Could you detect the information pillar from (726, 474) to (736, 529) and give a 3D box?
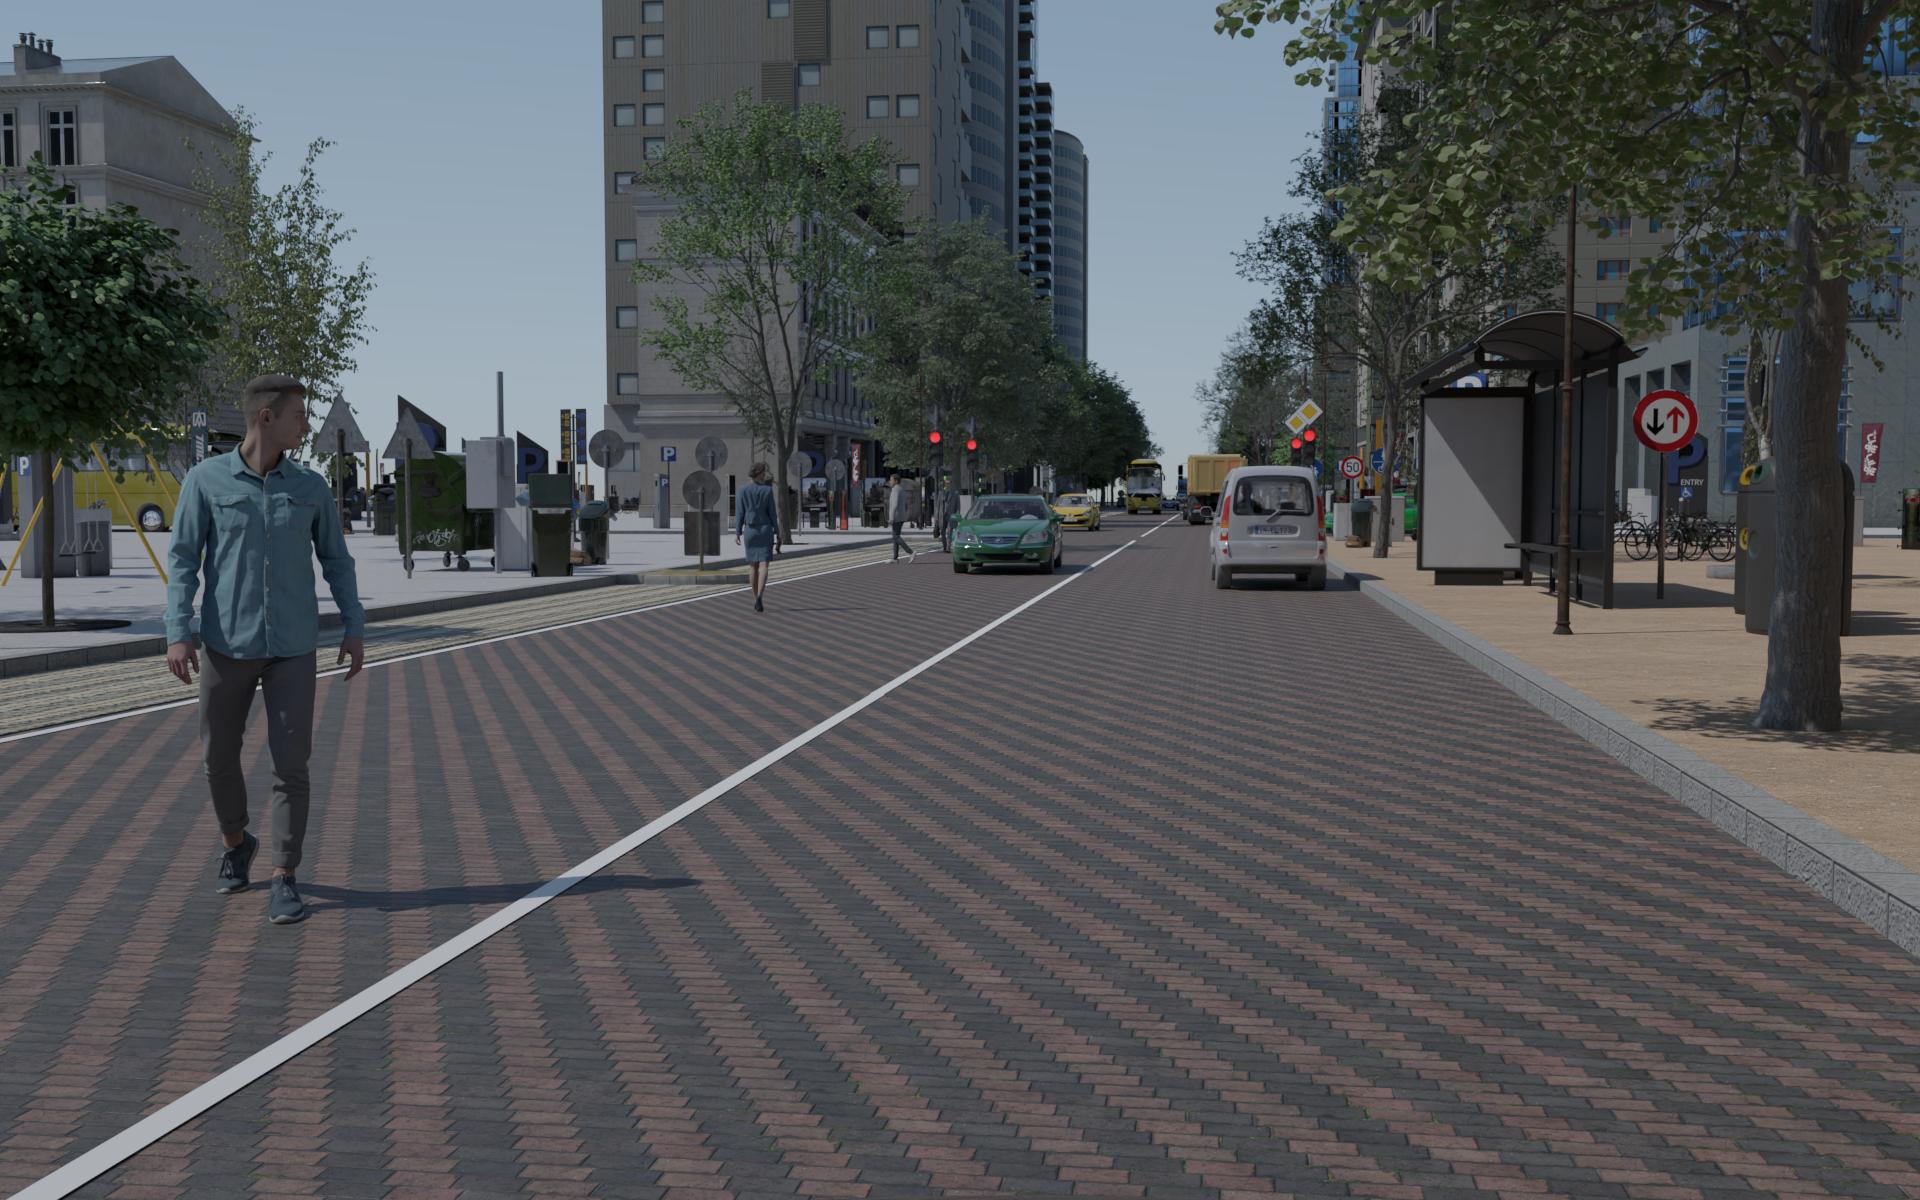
[{"bbox_3d":[-8.492,-3.658,64.306,0.304,2.012,0.304,-2,4,-25],"label":"information pillar"}]

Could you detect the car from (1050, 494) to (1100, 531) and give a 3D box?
[{"bbox_3d":[4.504,-3.513,67.661,2.015,1.641,3.980,1,4,10],"label":"car"}]

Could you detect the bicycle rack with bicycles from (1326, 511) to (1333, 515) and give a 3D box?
[{"bbox_3d":[15.498,-3.259,66.673,2.852,0.926,2.925,3,4,37],"label":"bicycle rack with bicycles"}]

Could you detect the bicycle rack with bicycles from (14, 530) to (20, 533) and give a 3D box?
[{"bbox_3d":[-29.518,-2.406,52.723,2.925,0.926,2.852,0,4,-4],"label":"bicycle rack with bicycles"}]

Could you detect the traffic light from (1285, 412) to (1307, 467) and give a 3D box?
[{"bbox_3d":[11.363,-4.269,58.713,0.839,4.253,0.868,1,4,8],"label":"traffic light"}]

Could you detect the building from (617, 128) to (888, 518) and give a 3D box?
[{"bbox_3d":[-12.675,-14.813,93.107,10.553,20.767,40.483,1,4,8],"label":"building"}]

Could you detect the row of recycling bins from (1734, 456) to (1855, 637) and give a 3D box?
[{"bbox_3d":[8.239,-0.610,17.094,1.069,1.692,3.534,1,4,22],"label":"row of recycling bins"}]

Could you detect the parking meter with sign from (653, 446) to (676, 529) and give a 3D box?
[{"bbox_3d":[-11.019,-4.156,64.211,0.543,3.016,1.738,-2,4,-25],"label":"parking meter with sign"}]

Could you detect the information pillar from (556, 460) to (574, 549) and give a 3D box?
[{"bbox_3d":[-8.516,-2.009,37.342,0.304,2.012,0.304,0,4,1],"label":"information pillar"}]

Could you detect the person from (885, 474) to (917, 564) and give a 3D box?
[{"bbox_3d":[-1.202,-1.669,35.634,0.795,1.843,0.661,1,4,21],"label":"person"}]

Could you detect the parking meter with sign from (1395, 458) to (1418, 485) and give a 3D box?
[{"bbox_3d":[21.726,-5.430,85.049,0.543,3.016,1.738,-3,5,-44],"label":"parking meter with sign"}]

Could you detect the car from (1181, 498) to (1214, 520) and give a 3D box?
[{"bbox_3d":[13.282,-5.299,96.425,2.009,1.686,4.222,1,4,8],"label":"car"}]

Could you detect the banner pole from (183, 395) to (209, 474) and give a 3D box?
[{"bbox_3d":[-19.391,-3.296,43.914,0.863,3.779,0.401,1,4,13],"label":"banner pole"}]

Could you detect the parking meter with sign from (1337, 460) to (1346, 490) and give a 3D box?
[{"bbox_3d":[19.829,-5.662,88.839,0.543,3.016,1.738,0,4,-4],"label":"parking meter with sign"}]

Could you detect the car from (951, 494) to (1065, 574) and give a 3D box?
[{"bbox_3d":[0.951,-1.281,32.737,2.131,1.459,4.920,0,4,6],"label":"car"}]

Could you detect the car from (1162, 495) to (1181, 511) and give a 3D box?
[{"bbox_3d":[18.114,-8.390,149.751,1.945,1.354,3.894,0,4,7],"label":"car"}]

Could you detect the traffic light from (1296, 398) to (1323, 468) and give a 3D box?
[{"bbox_3d":[10.209,-3.785,50.811,0.839,4.253,0.868,1,4,8],"label":"traffic light"}]

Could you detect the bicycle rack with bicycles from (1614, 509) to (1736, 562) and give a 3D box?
[{"bbox_3d":[14.052,-1.243,33.711,2.852,0.926,2.925,-1,4,-23],"label":"bicycle rack with bicycles"}]

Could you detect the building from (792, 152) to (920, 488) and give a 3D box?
[{"bbox_3d":[-10.204,-17.822,121.072,12.332,23.373,15.834,1,4,8],"label":"building"}]

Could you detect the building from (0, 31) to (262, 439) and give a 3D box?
[{"bbox_3d":[-54.321,-16.287,85.379,34.723,24.649,14.460,1,4,8],"label":"building"}]

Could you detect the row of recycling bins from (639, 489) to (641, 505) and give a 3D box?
[{"bbox_3d":[-18.325,-5.824,102.329,1.069,1.692,3.534,-1,4,-20],"label":"row of recycling bins"}]

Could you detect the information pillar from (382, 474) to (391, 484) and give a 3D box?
[{"bbox_3d":[-21.019,-3.609,63.500,0.304,2.012,0.304,-1,4,-19],"label":"information pillar"}]

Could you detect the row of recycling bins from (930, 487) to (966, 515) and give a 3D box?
[{"bbox_3d":[-0.862,-6.171,108.004,1.069,1.692,3.534,3,4,36],"label":"row of recycling bins"}]

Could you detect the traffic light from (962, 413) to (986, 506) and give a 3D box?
[{"bbox_3d":[0.465,-4.365,60.284,0.839,4.253,0.868,1,4,8],"label":"traffic light"}]

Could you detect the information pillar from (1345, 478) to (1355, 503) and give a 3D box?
[{"bbox_3d":[18.203,-4.671,80.869,0.304,2.012,0.304,-3,5,-41],"label":"information pillar"}]

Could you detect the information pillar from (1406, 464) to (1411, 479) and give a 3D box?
[{"bbox_3d":[32.258,-8.151,124.616,0.183,3.616,0.504,3,5,42],"label":"information pillar"}]

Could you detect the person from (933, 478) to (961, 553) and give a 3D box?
[{"bbox_3d":[-0.332,-2.058,42.255,0.694,1.812,0.767,1,4,16],"label":"person"}]

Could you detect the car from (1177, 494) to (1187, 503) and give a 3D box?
[{"bbox_3d":[33.567,-15.391,261.870,2.015,1.641,3.980,1,4,9],"label":"car"}]

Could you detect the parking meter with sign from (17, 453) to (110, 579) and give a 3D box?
[{"bbox_3d":[-13.981,-1.852,26.538,0.543,3.016,1.738,2,4,31],"label":"parking meter with sign"}]

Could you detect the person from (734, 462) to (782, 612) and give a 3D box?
[{"bbox_3d":[-2.496,-0.776,21.211,0.581,1.822,0.654,1,4,11],"label":"person"}]

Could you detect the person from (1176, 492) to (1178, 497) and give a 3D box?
[{"bbox_3d":[33.855,-15.927,269.614,1.217,1.736,0.721,-1,4,-17],"label":"person"}]

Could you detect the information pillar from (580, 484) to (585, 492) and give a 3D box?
[{"bbox_3d":[-28.554,-7.750,131.196,0.304,2.012,0.304,2,4,25],"label":"information pillar"}]

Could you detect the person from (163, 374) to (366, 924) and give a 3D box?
[{"bbox_3d":[-2.408,0.142,6.045,0.638,1.841,0.748,-1,4,-18],"label":"person"}]

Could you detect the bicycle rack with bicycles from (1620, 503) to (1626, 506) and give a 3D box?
[{"bbox_3d":[22.083,-3.032,62.956,2.925,0.926,2.852,0,4,-4],"label":"bicycle rack with bicycles"}]

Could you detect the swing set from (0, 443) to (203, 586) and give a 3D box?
[{"bbox_3d":[-11.670,-1.547,22.917,2.862,2.851,3.119,-1,4,-13],"label":"swing set"}]

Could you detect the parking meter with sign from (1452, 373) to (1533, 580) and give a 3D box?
[{"bbox_3d":[7.984,-1.807,25.808,0.543,3.016,1.738,3,5,44],"label":"parking meter with sign"}]

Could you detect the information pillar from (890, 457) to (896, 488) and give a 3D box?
[{"bbox_3d":[-4.021,-6.890,104.005,0.183,3.616,0.504,3,4,38],"label":"information pillar"}]

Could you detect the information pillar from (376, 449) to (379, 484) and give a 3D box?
[{"bbox_3d":[-29.887,-5.965,88.876,0.183,3.616,0.504,-1,4,-14],"label":"information pillar"}]

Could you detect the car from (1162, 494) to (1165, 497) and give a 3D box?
[{"bbox_3d":[31.737,-16.072,272.994,2.015,1.641,3.980,0,4,7],"label":"car"}]

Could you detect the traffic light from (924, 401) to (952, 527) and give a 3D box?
[{"bbox_3d":[-0.690,-3.881,52.382,0.839,4.253,0.868,1,4,8],"label":"traffic light"}]

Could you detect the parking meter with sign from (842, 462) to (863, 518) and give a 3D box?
[{"bbox_3d":[-5.556,-5.969,93.849,1.738,3.016,0.543,-2,4,-23],"label":"parking meter with sign"}]

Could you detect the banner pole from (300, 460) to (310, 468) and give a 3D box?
[{"bbox_3d":[-43.608,-7.655,115.175,0.863,3.779,0.401,0,4,-8],"label":"banner pole"}]

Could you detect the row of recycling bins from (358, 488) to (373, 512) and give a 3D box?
[{"bbox_3d":[-44.266,-7.273,126.024,1.069,1.692,3.534,3,5,43],"label":"row of recycling bins"}]

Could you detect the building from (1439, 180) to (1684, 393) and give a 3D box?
[{"bbox_3d":[47.817,-16.508,114.947,27.650,21.520,28.899,1,4,8],"label":"building"}]

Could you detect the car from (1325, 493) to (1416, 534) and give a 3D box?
[{"bbox_3d":[13.640,-2.775,54.159,4.718,1.807,1.959,1,4,9],"label":"car"}]

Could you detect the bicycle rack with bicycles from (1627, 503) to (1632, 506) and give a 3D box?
[{"bbox_3d":[25.985,-3.356,68.258,2.925,0.926,2.852,-1,4,-10],"label":"bicycle rack with bicycles"}]

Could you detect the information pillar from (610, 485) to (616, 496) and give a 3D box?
[{"bbox_3d":[-26.906,-7.943,134.354,0.304,2.012,0.304,1,4,16],"label":"information pillar"}]

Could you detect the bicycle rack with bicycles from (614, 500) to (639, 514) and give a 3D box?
[{"bbox_3d":[-22.036,-6.074,112.688,2.925,0.926,2.852,0,4,-2],"label":"bicycle rack with bicycles"}]

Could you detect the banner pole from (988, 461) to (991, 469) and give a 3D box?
[{"bbox_3d":[2.214,-8.504,129.058,0.401,3.779,0.863,1,4,21],"label":"banner pole"}]

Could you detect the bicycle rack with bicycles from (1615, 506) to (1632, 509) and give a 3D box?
[{"bbox_3d":[17.413,-1.728,41.635,2.925,0.926,2.852,2,4,29],"label":"bicycle rack with bicycles"}]

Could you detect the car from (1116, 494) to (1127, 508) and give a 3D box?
[{"bbox_3d":[15.765,-9.475,163.718,1.959,1.807,4.718,1,4,9],"label":"car"}]
